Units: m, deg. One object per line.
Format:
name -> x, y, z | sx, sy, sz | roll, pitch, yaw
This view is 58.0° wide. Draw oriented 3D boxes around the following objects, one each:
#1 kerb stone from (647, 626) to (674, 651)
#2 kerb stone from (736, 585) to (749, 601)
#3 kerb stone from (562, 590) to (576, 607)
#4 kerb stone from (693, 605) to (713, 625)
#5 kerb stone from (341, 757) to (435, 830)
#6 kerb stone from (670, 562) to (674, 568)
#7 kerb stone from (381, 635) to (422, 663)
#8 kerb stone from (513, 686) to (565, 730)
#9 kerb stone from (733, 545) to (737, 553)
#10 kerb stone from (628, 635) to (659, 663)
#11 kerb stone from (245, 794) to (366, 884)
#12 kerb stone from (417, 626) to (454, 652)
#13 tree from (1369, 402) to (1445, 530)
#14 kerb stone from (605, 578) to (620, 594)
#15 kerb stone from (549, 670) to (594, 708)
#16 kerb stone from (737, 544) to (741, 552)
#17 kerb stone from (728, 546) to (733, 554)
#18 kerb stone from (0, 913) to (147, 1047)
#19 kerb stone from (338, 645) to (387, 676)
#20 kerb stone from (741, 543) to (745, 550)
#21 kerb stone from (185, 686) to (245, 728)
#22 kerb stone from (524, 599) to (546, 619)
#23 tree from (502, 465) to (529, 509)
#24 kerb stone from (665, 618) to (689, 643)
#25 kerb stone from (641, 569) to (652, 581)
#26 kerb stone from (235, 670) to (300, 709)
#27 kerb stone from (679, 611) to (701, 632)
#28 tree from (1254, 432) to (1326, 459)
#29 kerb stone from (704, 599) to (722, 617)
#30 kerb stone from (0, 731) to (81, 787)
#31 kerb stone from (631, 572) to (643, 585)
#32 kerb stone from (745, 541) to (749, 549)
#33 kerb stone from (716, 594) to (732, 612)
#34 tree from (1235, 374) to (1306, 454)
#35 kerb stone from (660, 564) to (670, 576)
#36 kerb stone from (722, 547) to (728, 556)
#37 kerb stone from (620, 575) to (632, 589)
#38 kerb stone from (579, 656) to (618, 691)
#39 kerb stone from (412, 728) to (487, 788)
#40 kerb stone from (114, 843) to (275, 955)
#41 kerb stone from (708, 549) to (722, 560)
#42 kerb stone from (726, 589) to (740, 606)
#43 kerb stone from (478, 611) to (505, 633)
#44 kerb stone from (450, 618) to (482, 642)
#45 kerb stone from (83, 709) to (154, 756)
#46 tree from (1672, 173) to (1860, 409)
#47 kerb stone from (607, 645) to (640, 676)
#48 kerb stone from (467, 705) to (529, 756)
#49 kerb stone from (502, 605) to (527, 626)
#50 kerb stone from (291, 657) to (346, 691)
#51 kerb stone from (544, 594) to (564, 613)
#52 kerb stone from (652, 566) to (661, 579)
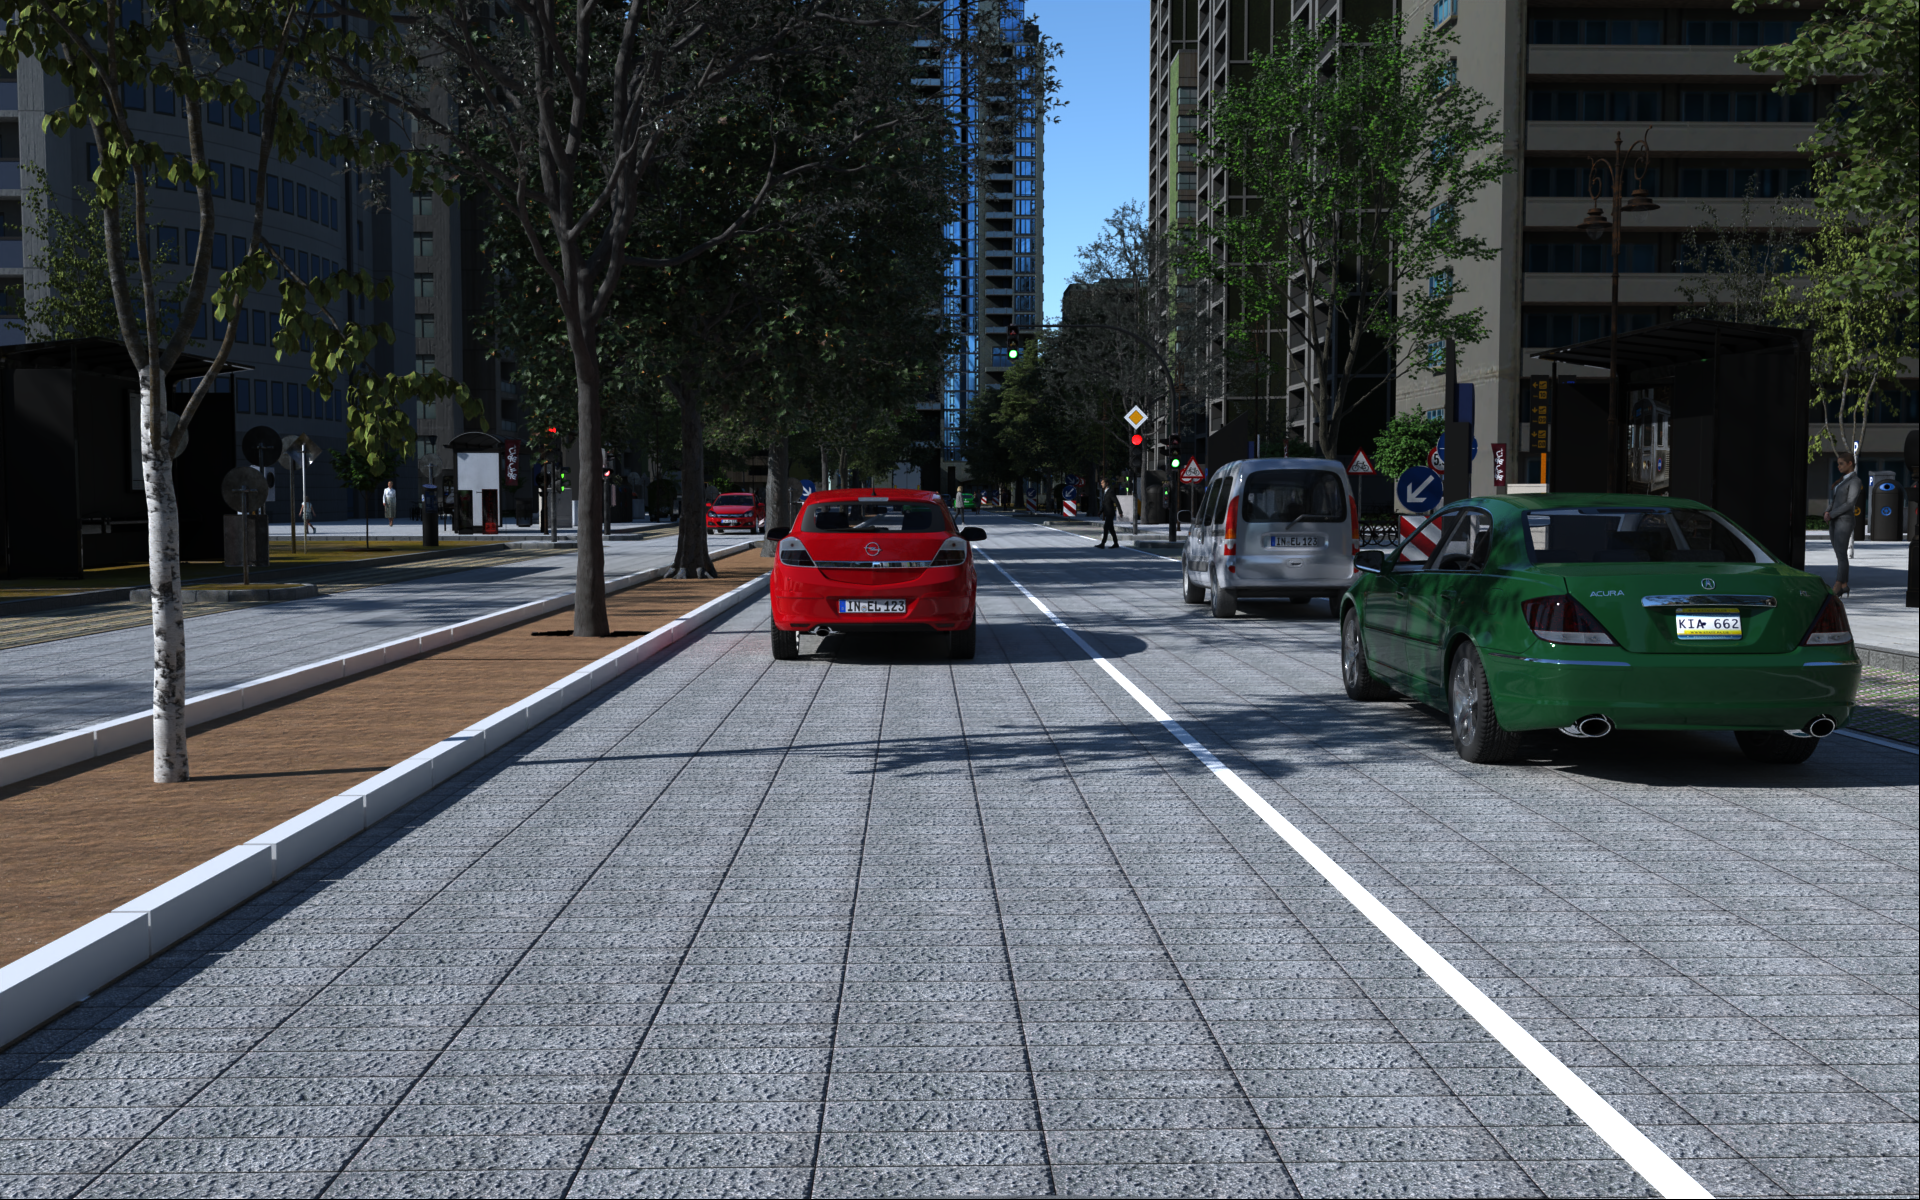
kerb stone -> -2.807, 0.375, 16.075 | 0.120, 0.150, 1.000 | 0, 4, -1
kerb stone -> -2.978, -0.063, 23.240 | 0.120, 0.150, 1.000 | 0, 4, -1
kerb stone -> -5.062, 0.002, 22.165 | 0.120, 0.150, 1.000 | 0, 4, -1
kerb stone -> -2.883, 0.187, 19.143 | 0.120, 0.150, 1.000 | 0, 4, -1
kerb stone -> -2.604, 0.875, 7.883 | 0.120, 0.150, 1.000 | 0, 4, -1
kerb stone -> -5.281, -0.563, 31.397 | 0.120, 0.150, 1.000 | 0, 4, -1
kerb stone -> -4.883, 0.440, 14.996 | 0.120, 0.150, 1.000 | 0, 4, -1
kerb stone -> -2.681, 0.691, 10.955 | 0.120, 0.150, 1.000 | 0, 4, -1
kerb stone -> -5.534, -1.187, 41.632 | 0.120, 0.150, 1.000 | 0, 4, -1
kerb stone -> -2.779, 0.438, 15.054 | 0.120, 0.150, 1.000 | 0, 4, -1
kerb stone -> -2.583, 0.938, 6.859 | 0.120, 0.150, 1.000 | 0, 4, -1
kerb stone -> -4.902, 0.377, 16.025 | 0.120, 0.150, 1.000 | 0, 4, -1
tree -> 16.417, -4.788, 62.005 | 4.285, 4.588, 4.351 | 0, 3, 0
kerb stone -> -5.136, -0.186, 25.236 | 0.120, 0.150, 1.000 | 0, 4, -1
kerb stone -> -2.708, 0.628, 11.980 | 0.120, 0.150, 1.000 | 0, 4, -1
kerb stone -> -5.560, -1.252, 42.662 | 0.120, 0.150, 1.000 | 0, 4, -1
kerb stone -> -5.507, -1.122, 40.608 | 0.120, 0.150, 1.000 | 0, 4, -1
kerb stone -> -2.536, 1.063, 4.810 | 0.120, 0.150, 1.000 | 0, 4, -1
kerb stone -> -4.859, 0.503, 13.975 | 0.120, 0.150, 1.000 | 0, 4, -1
kerb stone -> -5.590, -1.305, 43.692 | 0.120, 0.150, 1.000 | 0, 4, -1
kerb stone -> -4.775, 0.690, 10.907 | 0.120, 0.150, 1.000 | 0, 4, -1
kerb stone -> -5.009, 0.127, 20.121 | 0.120, 0.150, 1.000 | 0, 4, -1
tree -> -26.061, -6.474, 100.448 | 1.663, 3.219, 1.824 | 0, 3, 0
kerb stone -> -2.825, 0.312, 17.097 | 0.120, 0.150, 1.000 | 0, 4, -1
kerb stone -> -5.217, -0.375, 28.323 | 0.120, 0.150, 1.000 | 0, 4, -1
kerb stone -> -4.802, 0.628, 11.929 | 0.120, 0.150, 1.000 | 0, 4, -1
kerb stone -> -2.858, 0.249, 18.119 | 0.120, 0.150, 1.000 | 0, 4, -1
tree -> 18.644, -6.877, 96.154 | 4.285, 4.588, 4.351 | 0, 3, 0
kerb stone -> -2.915, 0.124, 20.165 | 0.120, 0.150, 1.000 | 0, 4, -1
kerb stone -> -4.730, 0.815, 8.864 | 0.120, 0.150, 1.000 | 0, 4, -1
kerb stone -> -5.184, -0.312, 27.292 | 0.120, 0.150, 1.000 | 0, 4, -1
kerb stone -> -5.612, -1.377, 44.715 | 0.120, 0.150, 1.000 | 0, 4, -1
kerb stone -> -2.937, 0.061, 21.193 | 0.120, 0.150, 1.000 | 0, 4, -1
tree -> 18.625, -9.426, 104.472 | 4.360, 8.622, 3.978 | 0, 3, 0
kerb stone -> -5.257, -0.499, 30.367 | 0.120, 0.150, 1.000 | 0, 4, -1
kerb stone -> -5.485, -1.063, 39.577 | 0.120, 0.150, 1.000 | 0, 4, -1
kerb stone -> -5.162, -0.248, 26.270 | 0.120, 0.150, 1.000 | 0, 4, -1
kerb stone -> -2.731, 0.562, 13.002 | 0.120, 0.150, 1.000 | 0, 4, -1
kerb stone -> -2.632, 0.814, 8.905 | 0.120, 0.150, 1.000 | 0, 4, -1
kerb stone -> -2.564, 1.001, 5.832 | 0.120, 0.150, 1.000 | 0, 4, -1
kerb stone -> -5.462, -1.000, 38.556 | 0.120, 0.150, 1.000 | 0, 4, -1
kerb stone -> -2.960, -0.001, 22.215 | 0.120, 0.150, 1.000 | 0, 4, -1
kerb stone -> -4.952, 0.252, 18.075 | 0.120, 0.150, 1.000 | 0, 4, -1
kerb stone -> -4.920, 0.314, 17.054 | 0.120, 0.150, 1.000 | 0, 4, -1
kerb stone -> -4.751, 0.753, 9.885 | 0.120, 0.150, 1.000 | 0, 4, -1
tree -> 18.649, -5.533, 40.828 | 4.360, 8.622, 3.978 | 0, 3, 0
kerb stone -> -2.755, 0.500, 14.032 | 0.120, 0.150, 1.000 | 0, 4, -1
kerb stone -> -2.656, 0.750, 9.926 | 0.120, 0.150, 1.000 | 0, 4, -1
kerb stone -> -4.980, 0.190, 19.097 | 0.120, 0.150, 1.000 | 0, 4, -1
kerb stone -> -4.839, 0.566, 12.953 | 0.120, 0.150, 1.000 | 0, 4, -1
kerb stone -> -5.031, 0.065, 21.143 | 0.120, 0.150, 1.000 | 0, 4, -1
kerb stone -> -5.237, -0.437, 29.345 | 0.120, 0.150, 1.000 | 0, 4, -1
